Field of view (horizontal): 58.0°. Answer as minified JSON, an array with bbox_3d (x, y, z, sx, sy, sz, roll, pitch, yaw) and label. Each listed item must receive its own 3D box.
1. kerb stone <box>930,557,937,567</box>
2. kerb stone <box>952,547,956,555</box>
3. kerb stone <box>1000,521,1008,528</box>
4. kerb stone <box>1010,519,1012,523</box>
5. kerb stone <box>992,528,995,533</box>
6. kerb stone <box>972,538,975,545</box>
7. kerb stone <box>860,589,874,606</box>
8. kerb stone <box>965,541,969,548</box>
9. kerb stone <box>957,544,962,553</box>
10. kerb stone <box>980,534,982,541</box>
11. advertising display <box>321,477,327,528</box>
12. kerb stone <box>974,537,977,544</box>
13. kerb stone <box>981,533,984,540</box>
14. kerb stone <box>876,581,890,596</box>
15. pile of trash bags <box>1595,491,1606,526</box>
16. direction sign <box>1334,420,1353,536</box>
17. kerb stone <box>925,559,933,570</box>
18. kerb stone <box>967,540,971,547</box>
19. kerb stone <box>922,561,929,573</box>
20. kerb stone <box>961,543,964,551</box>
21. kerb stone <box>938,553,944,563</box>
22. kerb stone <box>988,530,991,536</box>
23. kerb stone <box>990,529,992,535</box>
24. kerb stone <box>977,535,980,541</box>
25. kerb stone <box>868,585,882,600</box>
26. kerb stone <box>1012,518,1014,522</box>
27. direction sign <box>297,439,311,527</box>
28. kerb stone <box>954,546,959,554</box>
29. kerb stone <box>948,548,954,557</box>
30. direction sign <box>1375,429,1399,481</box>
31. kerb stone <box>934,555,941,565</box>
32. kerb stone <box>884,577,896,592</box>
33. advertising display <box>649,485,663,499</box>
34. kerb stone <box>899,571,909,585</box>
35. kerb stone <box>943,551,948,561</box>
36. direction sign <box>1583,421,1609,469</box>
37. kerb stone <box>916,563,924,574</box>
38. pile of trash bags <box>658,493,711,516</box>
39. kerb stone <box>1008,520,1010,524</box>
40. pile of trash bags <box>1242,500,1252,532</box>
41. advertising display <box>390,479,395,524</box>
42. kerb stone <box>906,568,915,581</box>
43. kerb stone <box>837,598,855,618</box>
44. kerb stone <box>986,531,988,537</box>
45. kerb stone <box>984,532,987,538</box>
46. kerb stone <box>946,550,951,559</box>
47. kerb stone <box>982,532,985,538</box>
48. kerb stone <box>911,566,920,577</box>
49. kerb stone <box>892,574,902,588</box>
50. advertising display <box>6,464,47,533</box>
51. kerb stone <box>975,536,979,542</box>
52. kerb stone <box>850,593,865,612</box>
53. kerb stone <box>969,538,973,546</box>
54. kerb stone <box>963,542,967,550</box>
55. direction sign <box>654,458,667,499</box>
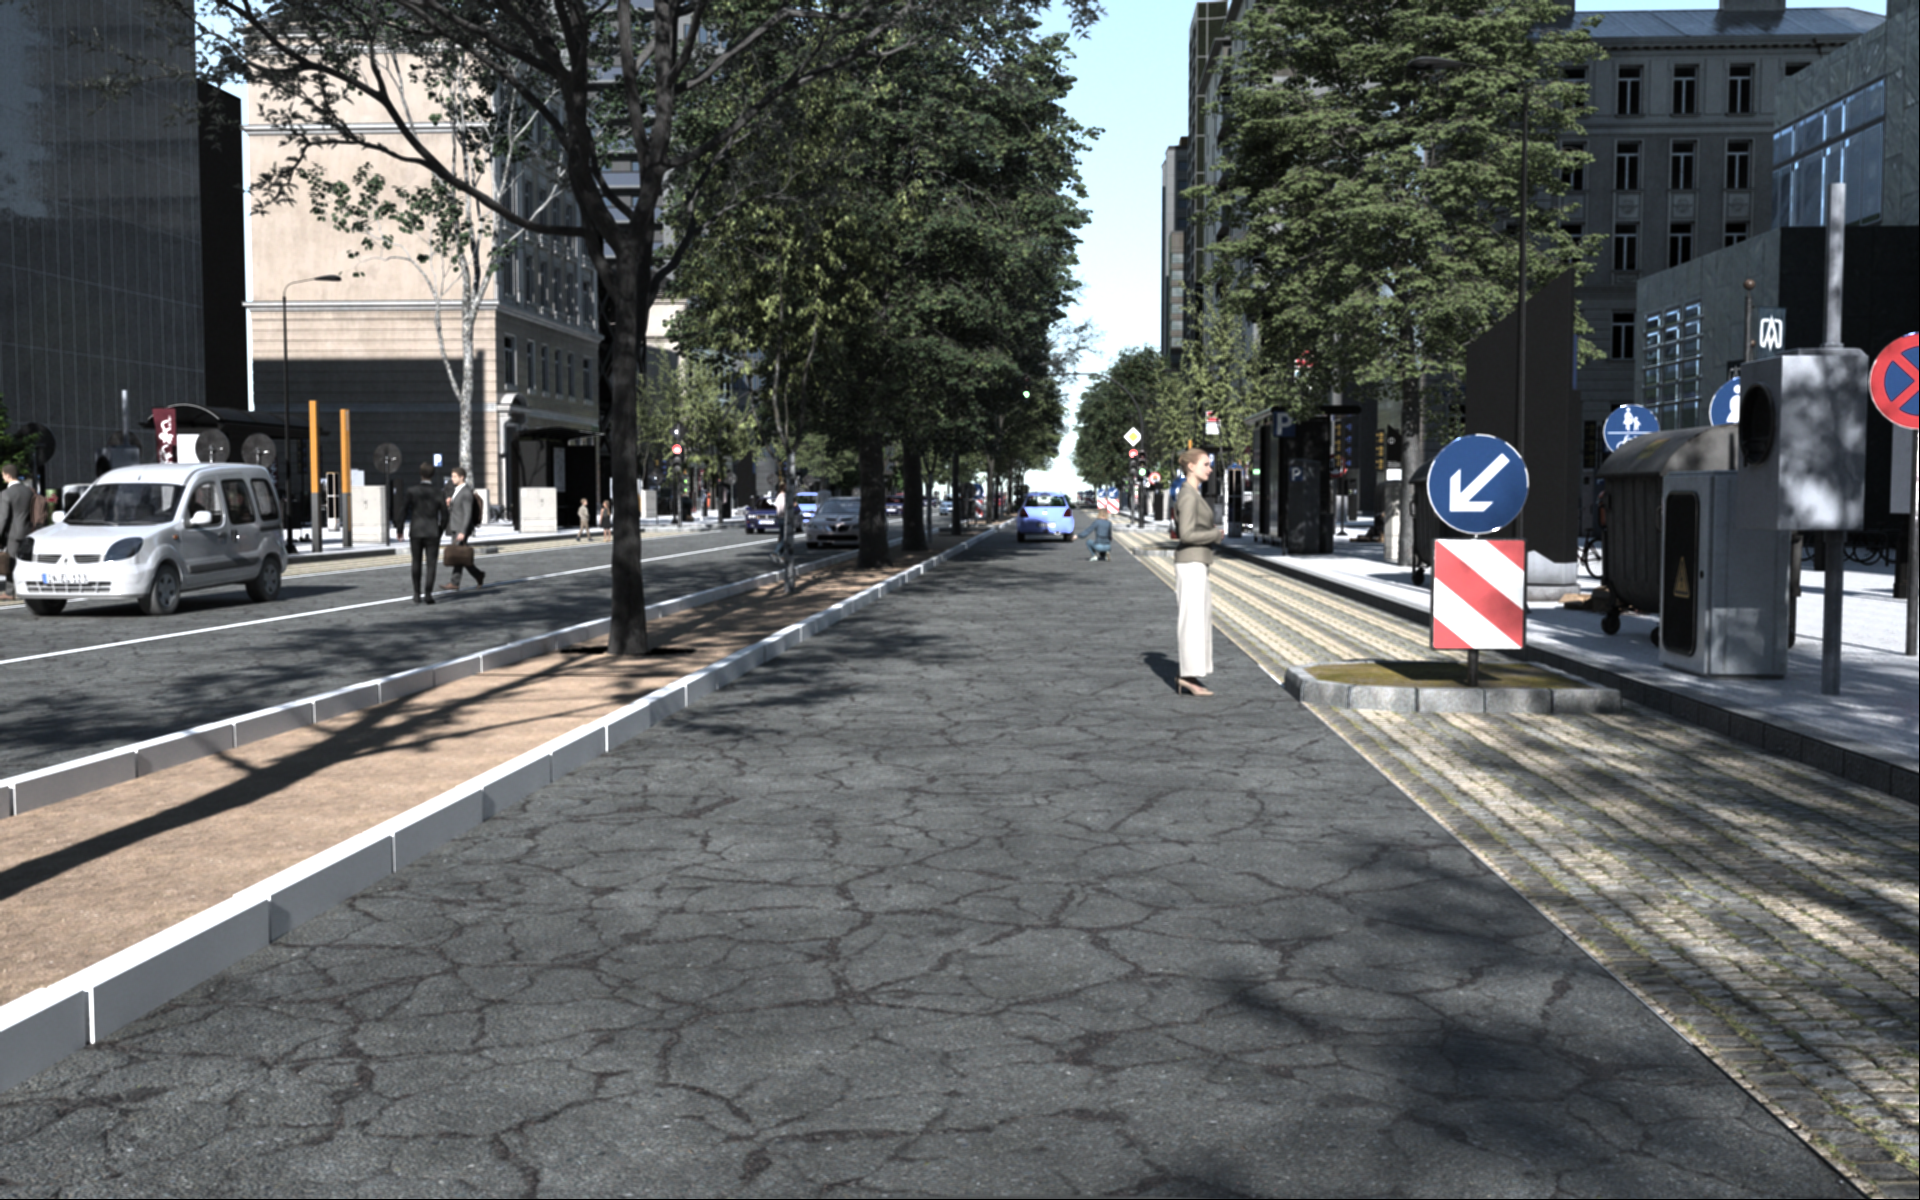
[{"bbox_3d":[-0.596,-0.701,33.658,0.120,0.150,1.000,0,4,3],"label":"kerb stone"},{"bbox_3d":[-0.231,-1.077,39.810,0.120,0.150,1.000,0,4,3],"label":"kerb stone"},{"bbox_3d":[1.941,-3.304,76.219,0.120,0.150,1.000,0,4,3],"label":"kerb stone"},{"bbox_3d":[2.242,-3.614,81.326,0.120,0.150,1.000,0,4,3],"label":"kerb stone"},{"bbox_3d":[1.054,-2.391,61.285,0.120,0.150,1.000,0,4,3],"label":"kerb stone"},{"bbox_3d":[0.263,-1.571,47.986,0.120,0.150,1.000,0,4,3],"label":"kerb stone"},{"bbox_3d":[-1.261,-0.010,22.410,0.120,0.150,1.000,0,4,3],"label":"kerb stone"},{"bbox_3d":[0.076,-1.390,44.916,0.120,0.150,1.000,0,4,3],"label":"kerb stone"},{"bbox_3d":[-0.102,-1.202,41.855,0.120,0.150,1.000,0,4,3],"label":"kerb stone"},{"bbox_3d":[0.505,-1.828,52.077,0.120,0.150,1.000,0,4,3],"label":"kerb stone"},{"bbox_3d":[-24.253,-3.702,65.747,0.123,1.923,0.974,1,4,19],"label":"advertising display"},{"bbox_3d":[0.316,-1.640,49.007,0.120,0.150,1.000,0,4,3],"label":"kerb stone"},{"bbox_3d":[0.573,-1.890,53.097,0.120,0.150,1.000,0,4,3],"label":"kerb stone"},{"bbox_3d":[-1.136,-0.137,24.456,0.120,0.150,1.000,0,4,3],"label":"kerb stone"},{"bbox_3d":[15.201,-2.127,44.527,3.447,1.369,1.912,1,4,12],"label":"pile of trash bags"},{"bbox_3d":[11.802,-3.755,53.386,0.379,3.537,0.876,-2,4,-24],"label":"direction sign"},{"bbox_3d":[-0.650,-0.639,32.638,0.120,0.150,1.000,0,4,3],"label":"kerb stone"},{"bbox_3d":[0.141,-1.448,45.938,0.120,0.150,1.000,0,4,3],"label":"kerb stone"},{"bbox_3d":[-0.708,-0.576,31.613,0.120,0.150,1.000,0,4,3],"label":"kerb stone"},{"bbox_3d":[-0.045,-1.265,42.875,0.120,0.150,1.000,0,4,3],"label":"kerb stone"},{"bbox_3d":[-0.473,-0.827,35.712,0.120,0.150,1.000,0,4,3],"label":"kerb stone"},{"bbox_3d":[0.864,-2.202,58.207,0.120,0.150,1.000,0,4,3],"label":"kerb stone"},{"bbox_3d":[0.926,-2.261,59.234,0.120,0.150,1.000,0,4,3],"label":"kerb stone"},{"bbox_3d":[0.444,-1.759,51.057,0.120,0.150,1.000,0,4,3],"label":"kerb stone"},{"bbox_3d":[-1.205,-0.073,23.431,0.120,0.150,1.000,0,4,3],"label":"kerb stone"},{"bbox_3d":[2.428,-3.804,84.395,0.120,0.150,1.000,0,4,3],"label":"kerb stone"},{"bbox_3d":[-25.461,-4.593,67.086,0.379,3.537,0.876,-3,5,-42],"label":"direction sign"},{"bbox_3d":[-0.164,-1.134,40.834,0.120,0.150,1.000,0,4,3],"label":"kerb stone"},{"bbox_3d":[-0.289,-1.011,38.788,0.120,0.150,1.000,0,4,3],"label":"kerb stone"},{"bbox_3d":[14.894,-4.190,60.496,0.876,3.537,0.379,3,4,37],"label":"direction sign"},{"bbox_3d":[-0.526,-0.764,34.686,0.120,0.150,1.000,0,4,3],"label":"kerb stone"},{"bbox_3d":[-1.081,-0.201,25.477,0.120,0.150,1.000,0,4,3],"label":"kerb stone"},{"bbox_3d":[-21.887,-7.301,124.589,0.974,1.923,0.123,-1,4,-14],"label":"advertising display"},{"bbox_3d":[-0.961,-0.325,27.521,0.120,0.150,1.000,0,4,3],"label":"kerb stone"},{"bbox_3d":[-0.405,-0.890,36.742,0.120,0.150,1.000,0,4,3],"label":"kerb stone"},{"bbox_3d":[19.788,-3.774,53.700,0.876,3.537,0.379,1,4,18],"label":"direction sign"},{"bbox_3d":[-0.780,-0.514,30.591,0.120,0.150,1.000,0,4,3],"label":"kerb stone"},{"bbox_3d":[-16.712,-5.781,104.270,3.447,1.369,1.912,-1,4,-11],"label":"pile of trash bags"},{"bbox_3d":[2.065,-3.423,78.262,0.120,0.150,1.000,0,4,3],"label":"kerb stone"},{"bbox_3d":[10.652,-3.029,59.270,1.912,1.369,3.447,2,4,28],"label":"pile of trash bags"},{"bbox_3d":[-24.473,-4.287,75.305,0.123,1.923,0.974,0,4,8],"label":"advertising display"},{"bbox_3d":[-0.892,-0.389,28.550,0.120,0.150,1.000,0,4,3],"label":"kerb stone"},{"bbox_3d":[-1.382,0.113,20.351,0.120,0.150,1.000,0,4,3],"label":"kerb stone"},{"bbox_3d":[0.746,-2.076,56.162,0.120,0.150,1.000,0,4,3],"label":"kerb stone"},{"bbox_3d":[0.692,-2.015,55.141,0.120,0.150,1.000,0,4,3],"label":"kerb stone"},{"bbox_3d":[-0.339,-0.952,37.762,0.120,0.150,1.000,0,4,3],"label":"kerb stone"},{"bbox_3d":[0.622,-1.953,54.121,0.120,0.150,1.000,0,4,3],"label":"kerb stone"},{"bbox_3d":[-0.835,-0.446,29.571,0.120,0.150,1.000,0,4,3],"label":"kerb stone"},{"bbox_3d":[-1.027,-0.262,26.501,0.120,0.150,1.000,0,4,3],"label":"kerb stone"},{"bbox_3d":[-17.363,-1.635,31.947,0.974,1.923,0.123,0,4,2],"label":"advertising display"},{"bbox_3d":[0.388,-1.703,50.036,0.120,0.150,1.000,0,4,3],"label":"kerb stone"},{"bbox_3d":[-1.318,0.051,21.384,0.120,0.150,1.000,0,4,3],"label":"kerb stone"},{"bbox_3d":[0.206,-1.515,46.965,0.120,0.150,1.000,0,4,3],"label":"kerb stone"},{"bbox_3d":[0.019,-1.327,43.896,0.120,0.150,1.000,0,4,3],"label":"kerb stone"},{"bbox_3d":[-18.837,-7.150,108.899,0.876,3.537,0.379,-3,5,-40],"label":"direction sign"}]
